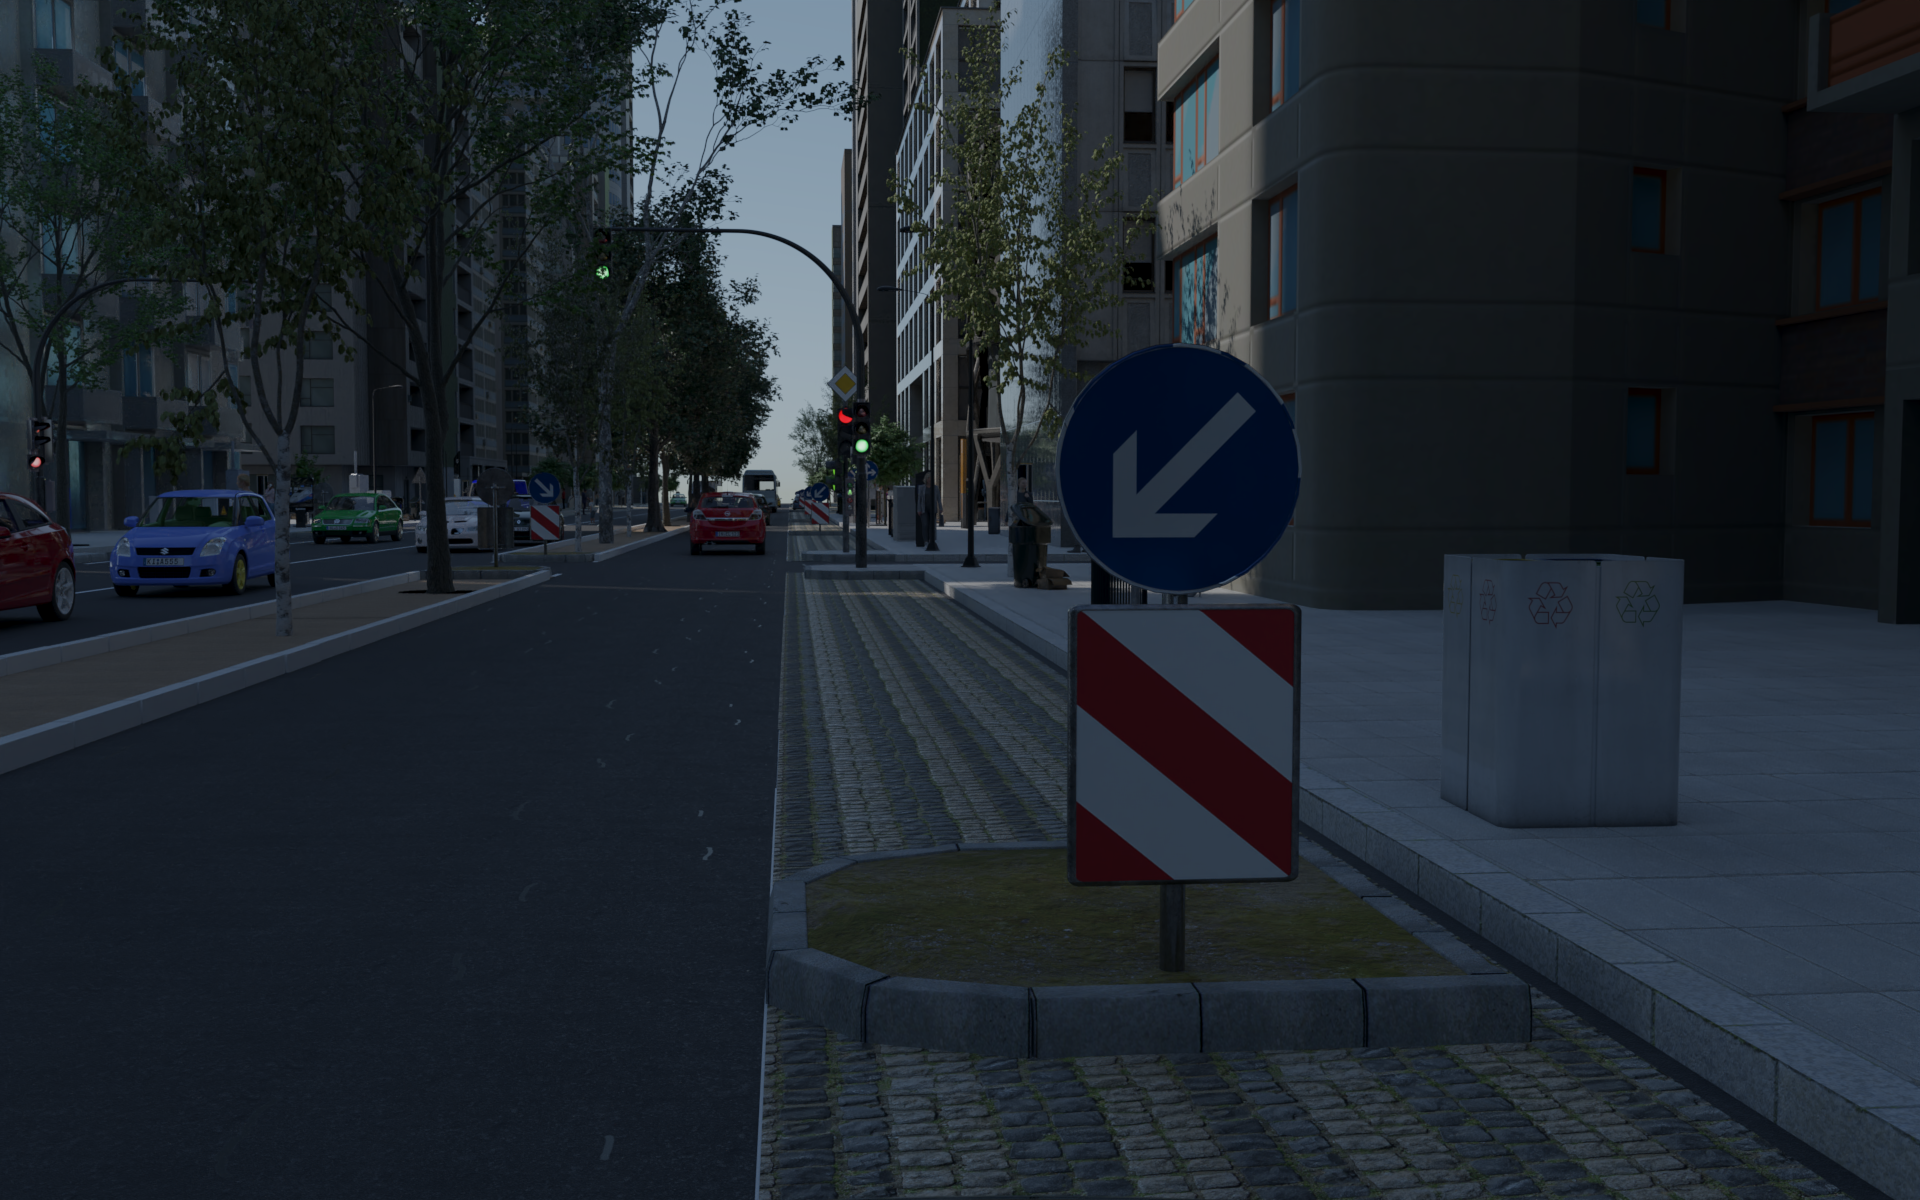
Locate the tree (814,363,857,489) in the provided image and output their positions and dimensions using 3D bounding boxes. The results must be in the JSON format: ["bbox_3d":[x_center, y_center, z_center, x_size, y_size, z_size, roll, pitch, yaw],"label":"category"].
[{"bbox_3d":[-5.874,-9.020,97.838,4.737,8.622,4.395,0,3,0],"label":"tree"}]

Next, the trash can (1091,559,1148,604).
[{"bbox_3d":[1.692,-0.412,18.388,0.748,1.137,0.748,0,3,0],"label":"trash can"}]

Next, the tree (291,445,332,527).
[{"bbox_3d":[-25.743,-4.481,67.868,1.663,3.219,1.824,0,3,0],"label":"tree"}]

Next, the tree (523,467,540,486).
[{"bbox_3d":[-30.470,-7.924,124.156,1.663,3.219,1.824,0,3,0],"label":"tree"}]

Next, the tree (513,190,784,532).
[{"bbox_3d":[-11.492,-8.884,64.715,9.611,12.733,9.660,0,3,0],"label":"tree"}]

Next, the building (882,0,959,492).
[{"bbox_3d":[4.495,-42.035,125.531,20.563,71.187,20.611,0,4,-6],"label":"building"}]

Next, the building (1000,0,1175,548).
[{"bbox_3d":[11.715,-14.048,47.707,19.932,24.808,12.078,0,4,-6],"label":"building"}]

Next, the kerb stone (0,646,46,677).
[{"bbox_3d":[-7.597,0.495,14.103,0.120,0.150,1.000,0,4,-6],"label":"kerb stone"}]

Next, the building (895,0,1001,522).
[{"bbox_3d":[7.104,-17.864,96.587,19.350,26.468,34.151,0,4,-6],"label":"building"}]

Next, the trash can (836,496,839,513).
[{"bbox_3d":[-7.506,-6.039,110.395,0.748,1.137,0.748,0,3,0],"label":"trash can"}]

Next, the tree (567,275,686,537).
[{"bbox_3d":[-11.071,-6.408,57.586,4.737,8.622,4.395,0,3,0],"label":"tree"}]

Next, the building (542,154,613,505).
[{"bbox_3d":[-48.617,-31.742,202.578,14.154,41.232,14.086,0,4,-6],"label":"building"}]

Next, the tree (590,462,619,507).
[{"bbox_3d":[-33.419,-10.346,152.872,4.285,4.588,4.351,0,3,0],"label":"tree"}]

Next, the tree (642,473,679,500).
[{"bbox_3d":[-41.525,-15.387,235.290,4.285,4.588,4.351,0,3,0],"label":"tree"}]

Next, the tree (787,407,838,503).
[{"bbox_3d":[-16.559,-17.071,204.858,9.928,11.665,9.643,0,3,0],"label":"tree"}]

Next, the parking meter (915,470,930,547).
[{"bbox_3d":[-0.877,-2.220,42.013,0.399,1.863,0.255,3,5,39],"label":"parking meter"}]

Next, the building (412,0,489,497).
[{"bbox_3d":[-42.666,-41.610,118.582,20.563,71.187,20.611,0,4,-6],"label":"building"}]

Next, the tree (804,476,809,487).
[{"bbox_3d":[-13.006,-11.589,173.193,4.285,4.588,4.351,0,3,0],"label":"tree"}]

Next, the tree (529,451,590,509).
[{"bbox_3d":[-31.190,-9.095,132.416,4.285,4.588,4.351,0,3,0],"label":"tree"}]

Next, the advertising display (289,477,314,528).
[{"bbox_3d":[-25.160,-3.723,66.085,0.974,1.923,0.123,0,4,-7],"label":"advertising display"}]

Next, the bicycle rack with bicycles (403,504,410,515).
[{"bbox_3d":[-29.683,-4.661,89.581,2.852,0.926,2.925,3,5,41],"label":"bicycle rack with bicycles"}]

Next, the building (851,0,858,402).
[{"bbox_3d":[-0.203,-38.541,172.139,21.231,58.520,28.212,0,4,-6],"label":"building"}]

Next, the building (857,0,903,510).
[{"bbox_3d":[2.325,-32.050,147.712,21.300,48.544,21.600,0,4,-6],"label":"building"}]

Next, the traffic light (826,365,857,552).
[{"bbox_3d":[-2.527,-3.002,37.996,0.839,4.253,0.868,0,4,-6],"label":"traffic light"}]

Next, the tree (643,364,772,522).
[{"bbox_3d":[-13.658,-9.169,86.779,8.767,10.594,7.601,0,4,-6],"label":"tree"}]

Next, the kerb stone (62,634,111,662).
[{"bbox_3d":[-7.695,0.437,15.125,0.120,0.150,1.000,0,4,-6],"label":"kerb stone"}]

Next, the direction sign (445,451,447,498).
[{"bbox_3d":[-27.161,-6.093,91.616,0.379,3.537,0.876,-1,4,-14],"label":"direction sign"}]

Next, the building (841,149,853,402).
[{"bbox_3d":[-7.919,-34.855,219.995,14.600,45.320,14.200,0,4,-6],"label":"building"}]

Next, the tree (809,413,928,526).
[{"bbox_3d":[-3.079,-5.279,70.030,4.285,4.588,4.351,0,3,0],"label":"tree"}]

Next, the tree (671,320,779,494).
[{"bbox_3d":[-15.665,-12.080,106.615,9.857,13.997,8.962,0,3,0],"label":"tree"}]

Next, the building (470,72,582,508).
[{"bbox_3d":[-53.072,-28.958,165.342,32.217,40.220,23.993,0,4,-6],"label":"building"}]

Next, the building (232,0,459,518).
[{"bbox_3d":[-37.233,-19.998,98.667,14.160,30.474,14.107,0,4,-6],"label":"building"}]

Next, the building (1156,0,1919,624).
[{"bbox_3d":[18.303,-10.350,14.268,27.650,21.520,28.899,0,4,-6],"label":"building"}]

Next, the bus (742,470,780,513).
[{"bbox_3d":[-15.771,-8.710,137.269,2.948,3.499,13.247,0,4,-5],"label":"bus"}]

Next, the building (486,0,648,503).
[{"bbox_3d":[-54.870,-49.449,246.745,20.563,71.187,20.611,0,4,-6],"label":"building"}]

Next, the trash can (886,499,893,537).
[{"bbox_3d":[-1.831,-2.438,51.509,0.748,1.137,0.748,0,3,0],"label":"trash can"}]

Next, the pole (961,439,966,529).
[{"bbox_3d":[0.134,-4.301,64.158,0.158,3.312,0.155,0,3,0],"label":"pole"}]

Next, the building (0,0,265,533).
[{"bbox_3d":[-39.489,-26.948,60.216,23.786,49.044,30.456,0,4,-6],"label":"building"}]

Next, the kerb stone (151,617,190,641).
[{"bbox_3d":[-7.894,0.308,17.168,0.120,0.150,1.000,0,4,-6],"label":"kerb stone"}]

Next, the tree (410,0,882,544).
[{"bbox_3d":[-8.912,-11.639,48.645,12.611,20.169,13.585,0,3,0],"label":"tree"}]

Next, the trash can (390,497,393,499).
[{"bbox_3d":[-25.085,-3.902,75.455,0.748,1.137,0.748,0,3,0],"label":"trash can"}]

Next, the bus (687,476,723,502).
[{"bbox_3d":[-24.400,-10.707,166.602,2.896,3.916,12.252,0,4,-5],"label":"bus"}]

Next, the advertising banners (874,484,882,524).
[{"bbox_3d":[-3.510,-4.740,73.683,0.090,3.025,2.074,0,4,6],"label":"advertising banners"}]

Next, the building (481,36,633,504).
[{"bbox_3d":[-54.239,-41.634,222.711,21.231,58.520,28.212,0,4,-6],"label":"building"}]

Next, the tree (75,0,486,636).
[{"bbox_3d":[-6.844,-3.947,17.355,4.737,8.622,4.395,0,3,0],"label":"tree"}]

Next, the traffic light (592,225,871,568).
[{"bbox_3d":[-3.819,-3.366,29.705,4.771,5.953,1.251,0,4,-6],"label":"traffic light"}]

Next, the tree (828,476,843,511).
[{"bbox_3d":[-9.359,-8.359,131.271,1.663,3.219,1.824,0,3,0],"label":"tree"}]

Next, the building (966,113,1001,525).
[{"bbox_3d":[8.559,-12.419,70.507,16.820,18.784,16.811,0,4,-6],"label":"building"}]

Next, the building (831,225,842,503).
[{"bbox_3d":[-12.576,-35.552,264.861,14.154,41.232,14.086,0,4,-6],"label":"building"}]

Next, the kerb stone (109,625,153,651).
[{"bbox_3d":[-7.791,0.370,16.142,0.120,0.150,1.000,0,4,-6],"label":"kerb stone"}]

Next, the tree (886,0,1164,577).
[{"bbox_3d":[0.849,-4.642,26.263,4.737,8.622,4.395,0,3,0],"label":"tree"}]

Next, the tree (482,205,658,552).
[{"bbox_3d":[-8.964,-5.355,40.382,4.360,8.622,3.978,0,3,0],"label":"tree"}]

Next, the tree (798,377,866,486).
[{"bbox_3d":[-7.365,-9.539,106.322,4.360,8.622,3.978,0,3,0],"label":"tree"}]

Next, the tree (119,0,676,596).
[{"bbox_3d":[-7.590,-5.898,24.644,9.928,11.665,9.643,0,3,0],"label":"tree"}]

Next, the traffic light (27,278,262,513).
[{"bbox_3d":[-17.233,-3.786,36.577,4.771,5.953,1.251,0,4,-6],"label":"traffic light"}]

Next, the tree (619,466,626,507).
[{"bbox_3d":[-34.942,-11.679,174.671,4.285,4.588,4.351,0,3,0],"label":"tree"}]
